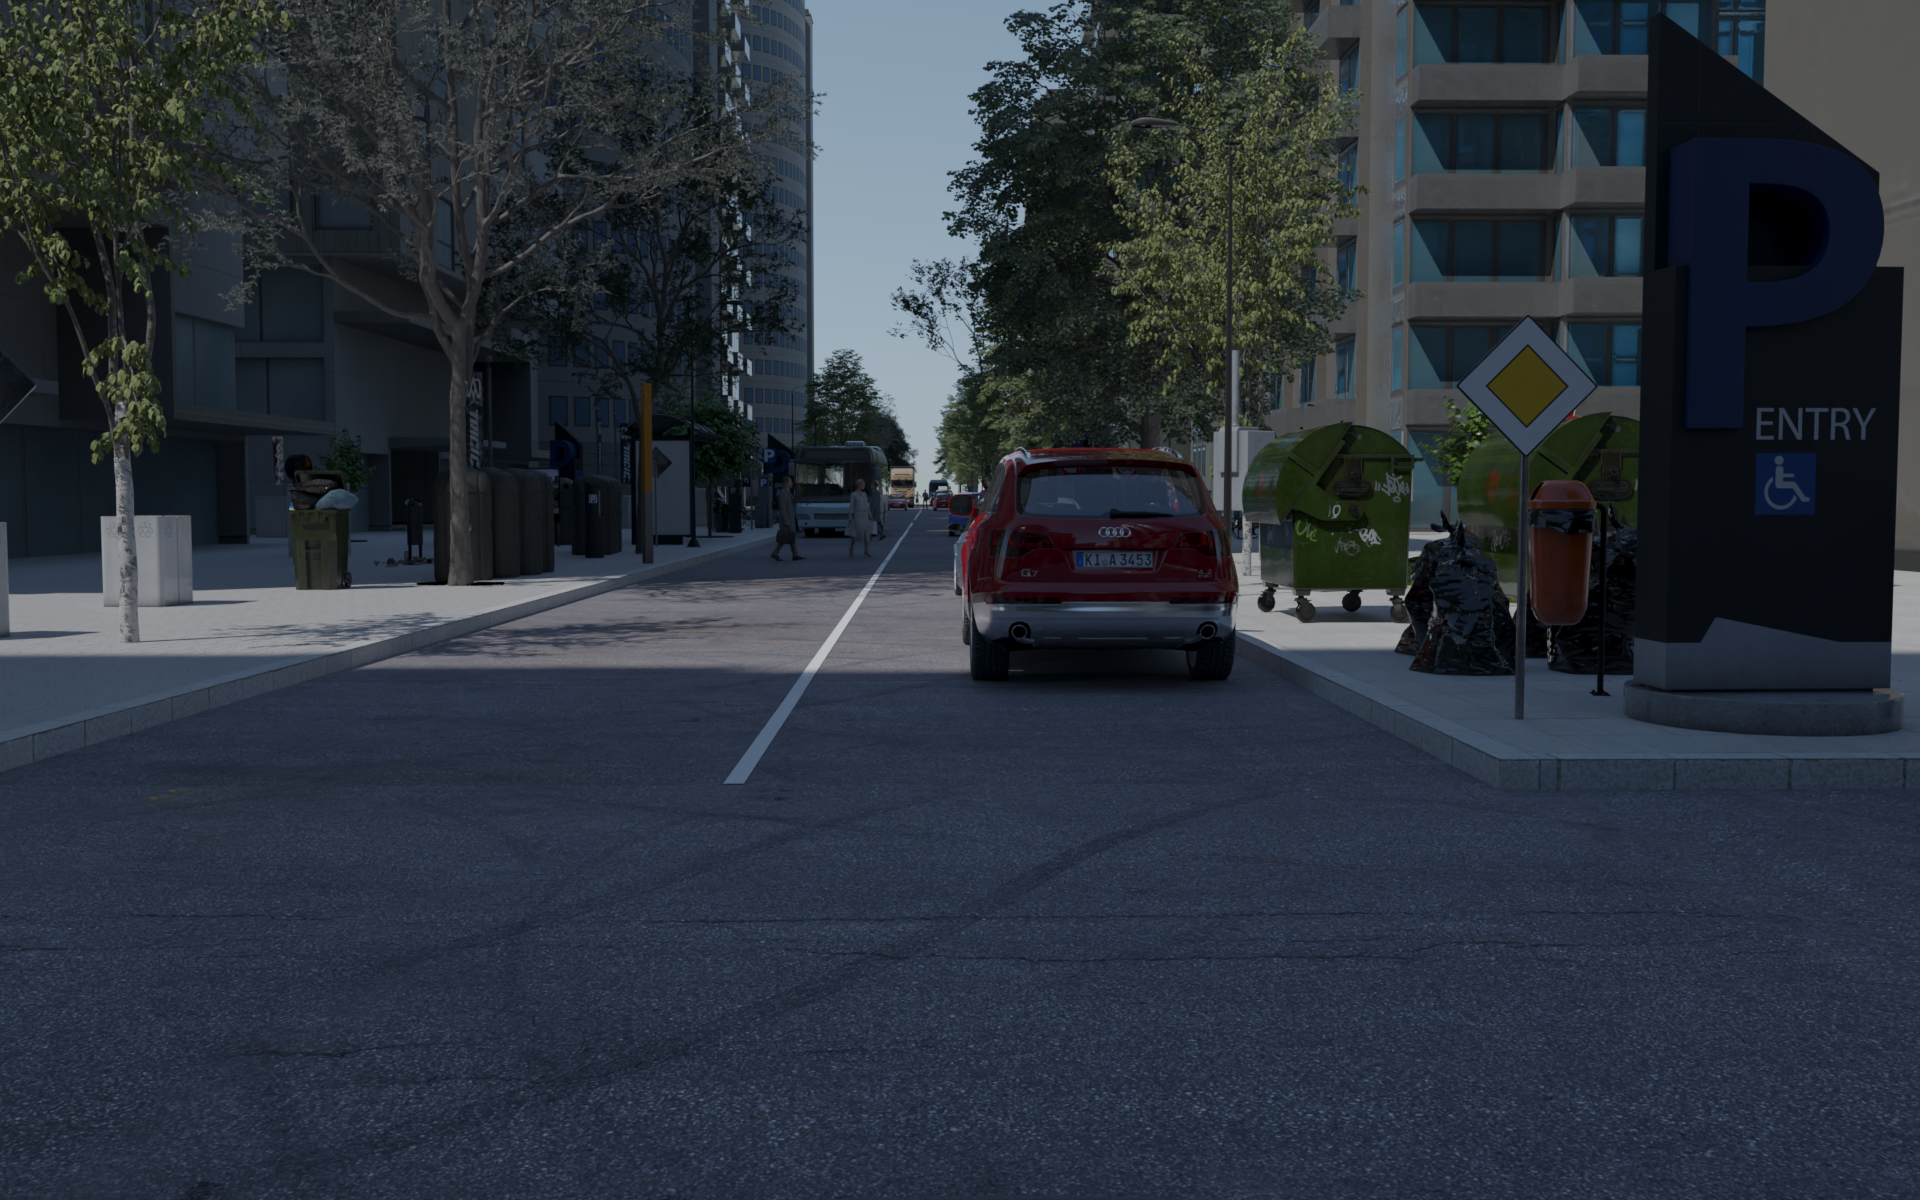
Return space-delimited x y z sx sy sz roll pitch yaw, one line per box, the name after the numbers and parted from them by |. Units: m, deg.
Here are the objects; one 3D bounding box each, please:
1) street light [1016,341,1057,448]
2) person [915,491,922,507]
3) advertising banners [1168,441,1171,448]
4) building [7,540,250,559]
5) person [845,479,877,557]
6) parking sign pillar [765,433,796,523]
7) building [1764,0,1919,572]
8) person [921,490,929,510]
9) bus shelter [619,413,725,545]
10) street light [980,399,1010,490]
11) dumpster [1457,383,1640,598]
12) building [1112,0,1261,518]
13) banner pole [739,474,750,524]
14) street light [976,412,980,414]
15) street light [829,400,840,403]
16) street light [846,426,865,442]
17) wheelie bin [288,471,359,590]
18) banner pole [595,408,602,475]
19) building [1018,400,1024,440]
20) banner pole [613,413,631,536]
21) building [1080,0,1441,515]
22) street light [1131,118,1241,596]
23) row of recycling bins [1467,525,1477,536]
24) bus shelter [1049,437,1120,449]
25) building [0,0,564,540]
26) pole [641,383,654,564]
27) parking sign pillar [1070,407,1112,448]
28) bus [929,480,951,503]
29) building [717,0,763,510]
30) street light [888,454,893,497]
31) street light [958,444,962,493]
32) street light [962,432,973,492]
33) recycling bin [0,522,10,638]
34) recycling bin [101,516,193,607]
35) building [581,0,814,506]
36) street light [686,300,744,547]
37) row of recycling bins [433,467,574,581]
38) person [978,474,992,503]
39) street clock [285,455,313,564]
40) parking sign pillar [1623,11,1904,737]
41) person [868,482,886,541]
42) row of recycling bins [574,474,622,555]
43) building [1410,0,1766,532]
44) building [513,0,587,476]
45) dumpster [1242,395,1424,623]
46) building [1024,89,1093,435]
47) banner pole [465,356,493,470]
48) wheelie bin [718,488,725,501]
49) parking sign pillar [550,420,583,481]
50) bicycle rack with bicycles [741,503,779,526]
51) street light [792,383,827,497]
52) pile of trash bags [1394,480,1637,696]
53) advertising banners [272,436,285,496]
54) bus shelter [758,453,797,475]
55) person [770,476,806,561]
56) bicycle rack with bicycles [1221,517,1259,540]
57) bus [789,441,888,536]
2.383 -4.906 52.761 1.470 5.913 1.316 0 4 -1 | street light
-4.639 -10.815 186.107 1.217 1.735 0.721 -2 4 -29 | person
5.642 -3.101 46.888 0.090 3.025 2.074 0 4 6 | advertising banners
-29.166 -26.907 29.168 28.713 52.752 27.495 0 4 -1 | building
-2.281 -1.887 39.703 0.694 1.780 0.624 -2 4 -29 | person
-7.885 -5.366 76.212 1.447 3.967 1.447 1 4 17 | parking sign pillar
26.200 -24.764 28.598 21.600 48.544 21.300 0 4 -1 | building
-3.120 -8.986 155.293 0.709 1.838 0.599 0 4 -3 | person
-7.568 -3.191 46.095 2.014 3.302 5.546 0 4 -1 | bus shelter
1.836 -6.815 83.960 1.470 5.913 1.316 0 4 -1 | street light
5.586 -0.819 15.878 1.502 2.255 1.985 0 4 -1 | dumpster
22.124 -48.432 104.532 22.319 86.520 31.000 0 4 -1 | building
-9.385 -5.197 74.995 0.863 3.779 0.401 2 4 24 | banner pole
1.623 -7.688 98.237 1.470 5.913 1.316 0 4 -1 | street light
-6.648 -6.943 86.058 1.470 5.913 1.316 0 4 -1 | street light
-7.191 -8.906 118.151 1.470 5.913 1.316 0 4 -1 | street light
-8.584 -0.942 23.308 0.980 1.594 0.693 0 4 -1 | wheelie bin
-10.431 -3.674 50.081 0.401 3.779 0.863 -1 4 -22 | banner pole
21.847 -23.569 230.396 27.650 21.520 28.899 0 4 -1 | building
-10.434 -3.886 53.558 0.863 3.779 0.401 -3 5 -39 | banner pole
21.176 -31.604 136.335 23.786 49.044 30.456 0 4 -1 | building
2.807 -2.998 21.560 1.470 5.913 1.316 0 4 -1 | street light
11.145 -1.649 34.072 1.069 1.692 3.534 -1 4 -16 | row of recycling bins
4.136 -3.973 58.887 2.014 3.302 5.546 0 4 -1 | bus shelter
-30.703 -29.073 64.576 28.713 52.752 27.495 0 4 -1 | building
-5.774 -2.330 31.939 0.158 3.312 0.155 0 3 0 | pole
4.046 -3.971 53.393 1.447 3.967 1.447 0 4 0 | parking sign pillar
-2.705 -14.212 227.218 2.948 3.499 13.247 0 4 0 | bus
-27.348 -31.041 127.133 23.786 49.044 30.456 0 4 -1 | building
-8.454 -13.991 201.293 1.470 5.913 1.316 0 4 -1 | street light
0.589 -11.535 161.144 1.470 5.913 1.316 0 4 -1 | street light
1.120 -9.596 129.437 1.470 5.913 1.316 0 4 -1 | street light
-8.954 -0.167 15.292 0.722 1.027 0.722 1 4 11 | recycling bin
-9.366 -0.454 19.971 0.722 1.027 0.722 0 4 4 | recycling bin
-27.466 -39.603 189.506 21.231 58.520 28.212 0 4 -1 | building
-5.880 -4.223 41.581 1.470 5.913 1.316 0 4 -1 | street light
-7.202 -1.222 27.095 1.069 1.692 3.534 0 4 6 | row of recycling bins
0.541 -1.581 34.353 0.555 1.821 0.388 0 4 8 | person
-12.120 -1.665 31.789 0.358 2.002 0.471 1 4 22 | street clock
4.555 -1.302 9.752 1.447 3.967 1.447 0 4 -3 | parking sign pillar
-2.661 -2.744 53.462 0.767 1.812 0.694 0 4 -4 | person
-7.930 -1.885 37.933 1.069 1.692 3.534 -1 4 -8 | row of recycling bins
24.049 -27.510 69.390 23.786 49.044 30.456 0 4 -1 | building
-25.917 -33.981 97.584 21.231 58.520 28.212 0 4 -1 | building
3.832 -0.944 17.932 1.502 2.255 1.985 0 4 -1 | dumpster
18.792 -35.512 204.316 21.300 48.544 21.600 0 4 -1 | building
-8.654 -2.525 31.303 0.401 3.779 0.863 2 4 30 | banner pole
-11.602 -4.560 82.468 0.693 1.594 0.980 0 4 7 | wheelie bin
-14.171 -4.518 62.349 1.447 3.967 1.447 2 4 34 | parking sign pillar
-8.306 -3.521 70.948 2.925 0.926 2.852 -2 4 -28 | bicycle rack with bicycles
-6.482 -6.131 72.779 1.470 5.913 1.316 0 4 -1 | street light
4.164 -0.166 12.468 1.912 1.369 3.447 1 4 12 | pile of trash bags
-19.921 -3.410 51.935 2.074 3.025 0.090 2 4 31 | advertising banners
-8.095 -5.275 80.170 2.014 3.302 5.546 0 4 -1 | bus shelter
-3.685 -1.748 37.184 0.767 1.812 0.694 0 4 0 | person
8.479 -2.189 49.173 2.925 0.926 2.852 1 4 21 | bicycle rack with bicycles
-4.083 -4.088 61.692 2.948 3.499 13.247 0 4 0 | bus
